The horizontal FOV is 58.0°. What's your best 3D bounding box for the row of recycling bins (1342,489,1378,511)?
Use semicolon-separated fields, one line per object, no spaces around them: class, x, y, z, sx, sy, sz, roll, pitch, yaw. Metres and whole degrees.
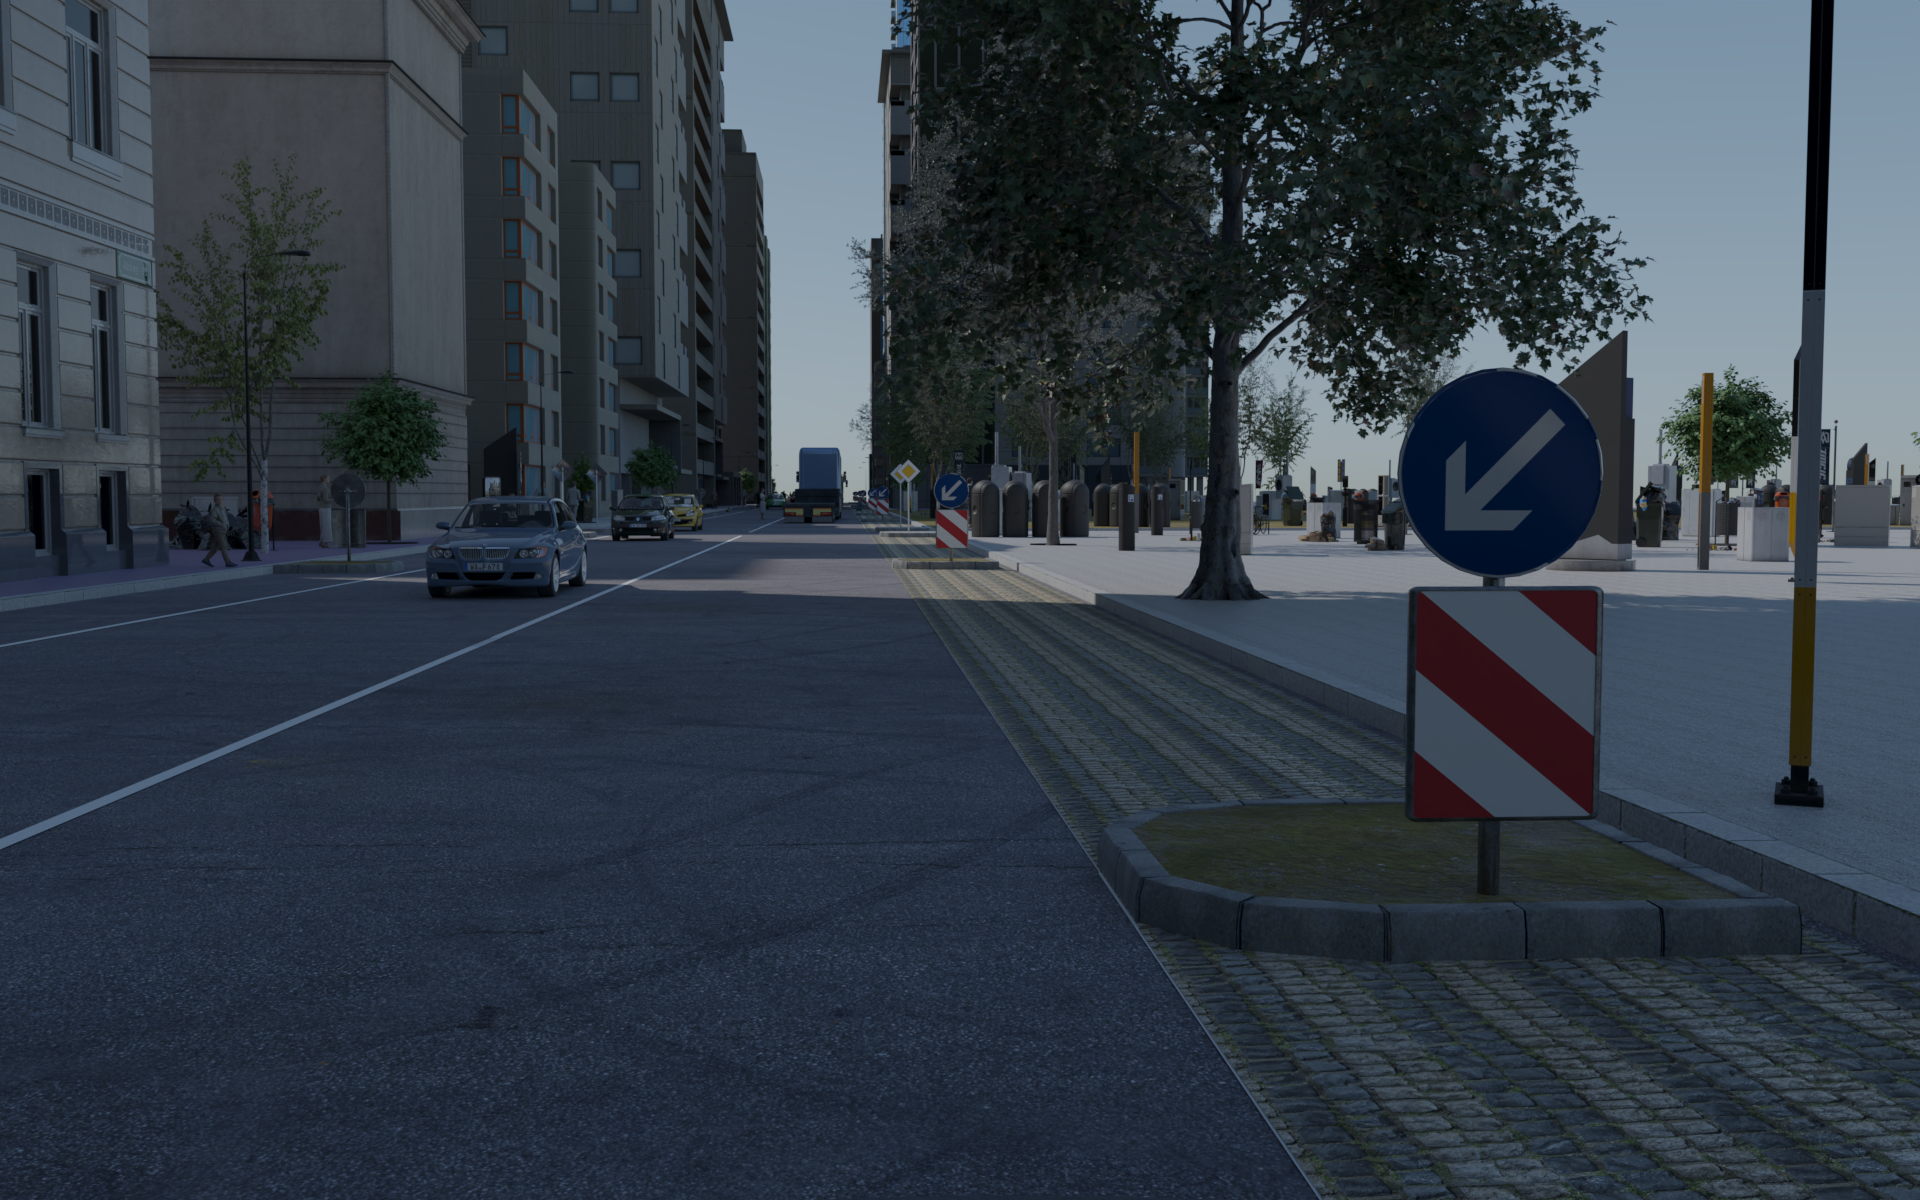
row of recycling bins;29.826;-7.497;129.694;3.534;1.692;1.069;-2;4;-29

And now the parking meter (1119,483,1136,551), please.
parking meter;3.773;-1.879;39.141;0.372;1.533;0.369;0;3;0

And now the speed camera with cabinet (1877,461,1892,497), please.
speed camera with cabinet;55.824;-6.795;105.426;0.660;3.252;2.038;0;4;-6

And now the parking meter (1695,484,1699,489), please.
parking meter;43.040;-5.852;101.384;0.255;1.863;0.399;-1;4;-13

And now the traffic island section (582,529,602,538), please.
traffic island section;-13.200;-2.153;57.478;2.009;0.180;2.903;0;4;-4

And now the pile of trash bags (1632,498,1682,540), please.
pile of trash bags;18.970;-2.339;47.987;1.912;1.369;3.447;1;4;14

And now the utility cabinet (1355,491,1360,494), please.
utility cabinet;28.197;-7.066;124.211;0.318;1.500;1.173;-2;4;-27

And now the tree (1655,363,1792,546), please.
tree;19.201;-3.649;43.378;4.285;4.588;4.351;0;3;0

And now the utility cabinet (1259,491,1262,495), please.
utility cabinet;22.766;-7.318;128.336;1.173;1.500;0.318;1;4;9

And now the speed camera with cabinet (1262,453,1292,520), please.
speed camera with cabinet;15.431;-5.506;84.361;0.660;3.252;2.038;-1;4;-19

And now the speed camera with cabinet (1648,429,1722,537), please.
speed camera with cabinet;21.991;-3.561;52.560;0.660;3.252;2.038;-3;5;-45

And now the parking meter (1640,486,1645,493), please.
parking meter;49.854;-7.384;126.446;0.399;1.863;0.255;3;4;39

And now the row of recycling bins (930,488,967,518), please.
row of recycling bins;-0.647;-5.113;90.715;1.069;1.692;3.534;-2;4;-23

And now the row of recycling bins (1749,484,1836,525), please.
row of recycling bins;35.658;-4.081;73.838;1.069;1.692;3.534;-2;4;-28

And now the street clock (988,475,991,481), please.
street clock;1.196;-3.783;66.420;0.358;2.002;0.471;0;4;3

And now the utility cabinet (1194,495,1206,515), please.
utility cabinet;14.873;-5.833;106.530;1.020;1.237;0.306;-2;4;-33

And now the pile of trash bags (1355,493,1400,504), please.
pile of trash bags;27.687;-6.430;114.878;3.447;1.369;1.912;-1;4;-20

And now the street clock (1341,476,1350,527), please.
street clock;15.163;-3.891;68.190;0.358;2.002;0.471;1;4;11

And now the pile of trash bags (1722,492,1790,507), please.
pile of trash bags;32.770;-3.812;72.076;3.447;1.369;1.912;0;4;1

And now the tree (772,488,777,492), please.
tree;-32.692;-18.665;299.771;1.663;3.219;1.824;0;3;0

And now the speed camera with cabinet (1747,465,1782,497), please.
speed camera with cabinet;49.471;-6.864;106.565;0.660;3.252;2.038;-2;4;-29

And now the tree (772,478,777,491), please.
tree;-32.573;-18.965;293.788;4.285;4.588;4.351;0;3;0

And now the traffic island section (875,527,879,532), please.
traffic island section;-2.230;-2.688;66.224;2.009;0.180;2.903;0;4;-4

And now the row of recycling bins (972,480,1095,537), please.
row of recycling bins;2.117;-2.728;51.713;3.534;1.692;1.069;-1;4;-9

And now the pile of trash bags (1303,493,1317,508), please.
pile of trash bags;27.455;-7.705;135.726;1.912;1.369;3.447;0;4;1

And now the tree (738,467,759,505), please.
tree;-26.540;-14.058;213.561;4.285;4.588;4.351;0;3;0

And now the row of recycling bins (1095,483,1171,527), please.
row of recycling bins;6.698;-3.708;67.746;3.534;1.692;1.069;3;5;41

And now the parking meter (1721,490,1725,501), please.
parking meter;51.410;-6.633;116.867;0.372;1.533;0.369;0;3;0

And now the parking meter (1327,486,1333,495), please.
parking meter;28.112;-7.698;131.581;0.255;1.863;0.399;-2;4;-25

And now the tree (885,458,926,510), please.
tree;-4.486;-9.681;141.997;4.285;4.588;4.351;0;3;0

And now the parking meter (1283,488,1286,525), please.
parking meter;13.678;-3.907;72.286;0.372;1.533;0.369;0;3;0

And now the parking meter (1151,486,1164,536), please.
parking meter;6.109;-2.767;53.644;0.372;1.533;0.369;0;3;0

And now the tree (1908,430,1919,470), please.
tree;13.213;-1.725;22.802;1.663;3.219;1.824;0;3;0

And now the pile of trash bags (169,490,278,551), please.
pile of trash bags;-16.810;-1.853;40.051;3.447;1.369;1.912;3;5;41

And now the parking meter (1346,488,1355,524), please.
parking meter;16.891;-4.072;74.996;0.372;1.533;0.369;0;3;0

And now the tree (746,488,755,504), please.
tree;-26.319;-13.630;217.453;1.663;3.219;1.824;0;3;0

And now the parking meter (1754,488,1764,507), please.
parking meter;32.514;-3.800;70.540;0.372;1.533;0.369;0;3;0

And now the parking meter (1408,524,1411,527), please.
parking meter;17.566;-3.802;67.882;0.399;1.863;0.255;0;4;-5

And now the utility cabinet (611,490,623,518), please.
utility cabinet;-17.189;-4.778;86.803;0.318;1.500;1.173;-2;4;-26

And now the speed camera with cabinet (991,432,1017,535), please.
speed camera with cabinet;1.232;-3.684;54.577;0.660;3.252;2.038;1;4;10

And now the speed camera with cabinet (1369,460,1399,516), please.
speed camera with cabinet;24.258;-6.402;99.010;2.038;3.252;0.660;-3;4;-36

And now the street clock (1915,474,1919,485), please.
street clock;33.392;-3.397;60.113;0.471;2.002;0.358;2;4;28

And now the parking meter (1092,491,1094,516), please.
parking meter;7.760;-5.579;99.620;0.372;1.533;0.369;0;3;0

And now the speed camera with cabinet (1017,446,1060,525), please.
speed camera with cabinet;3.158;-4.698;71.143;2.038;3.252;0.660;2;4;25

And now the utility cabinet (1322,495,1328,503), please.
utility cabinet;20.634;-5.209;96.336;1.020;1.237;0.306;-2;4;-26

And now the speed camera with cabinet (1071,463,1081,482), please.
speed camera with cabinet;7.615;-7.145;111.149;0.660;3.252;2.038;0;4;-8

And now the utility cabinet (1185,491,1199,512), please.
utility cabinet;16.246;-6.886;121.259;1.173;1.500;0.318;-3;4;-38

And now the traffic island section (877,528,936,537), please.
traffic island section;-1.685;-2.200;58.258;2.009;0.180;2.903;0;4;-4

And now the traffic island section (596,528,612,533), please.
traffic island section;-13.745;-2.640;65.444;2.009;0.180;2.903;0;4;-4
